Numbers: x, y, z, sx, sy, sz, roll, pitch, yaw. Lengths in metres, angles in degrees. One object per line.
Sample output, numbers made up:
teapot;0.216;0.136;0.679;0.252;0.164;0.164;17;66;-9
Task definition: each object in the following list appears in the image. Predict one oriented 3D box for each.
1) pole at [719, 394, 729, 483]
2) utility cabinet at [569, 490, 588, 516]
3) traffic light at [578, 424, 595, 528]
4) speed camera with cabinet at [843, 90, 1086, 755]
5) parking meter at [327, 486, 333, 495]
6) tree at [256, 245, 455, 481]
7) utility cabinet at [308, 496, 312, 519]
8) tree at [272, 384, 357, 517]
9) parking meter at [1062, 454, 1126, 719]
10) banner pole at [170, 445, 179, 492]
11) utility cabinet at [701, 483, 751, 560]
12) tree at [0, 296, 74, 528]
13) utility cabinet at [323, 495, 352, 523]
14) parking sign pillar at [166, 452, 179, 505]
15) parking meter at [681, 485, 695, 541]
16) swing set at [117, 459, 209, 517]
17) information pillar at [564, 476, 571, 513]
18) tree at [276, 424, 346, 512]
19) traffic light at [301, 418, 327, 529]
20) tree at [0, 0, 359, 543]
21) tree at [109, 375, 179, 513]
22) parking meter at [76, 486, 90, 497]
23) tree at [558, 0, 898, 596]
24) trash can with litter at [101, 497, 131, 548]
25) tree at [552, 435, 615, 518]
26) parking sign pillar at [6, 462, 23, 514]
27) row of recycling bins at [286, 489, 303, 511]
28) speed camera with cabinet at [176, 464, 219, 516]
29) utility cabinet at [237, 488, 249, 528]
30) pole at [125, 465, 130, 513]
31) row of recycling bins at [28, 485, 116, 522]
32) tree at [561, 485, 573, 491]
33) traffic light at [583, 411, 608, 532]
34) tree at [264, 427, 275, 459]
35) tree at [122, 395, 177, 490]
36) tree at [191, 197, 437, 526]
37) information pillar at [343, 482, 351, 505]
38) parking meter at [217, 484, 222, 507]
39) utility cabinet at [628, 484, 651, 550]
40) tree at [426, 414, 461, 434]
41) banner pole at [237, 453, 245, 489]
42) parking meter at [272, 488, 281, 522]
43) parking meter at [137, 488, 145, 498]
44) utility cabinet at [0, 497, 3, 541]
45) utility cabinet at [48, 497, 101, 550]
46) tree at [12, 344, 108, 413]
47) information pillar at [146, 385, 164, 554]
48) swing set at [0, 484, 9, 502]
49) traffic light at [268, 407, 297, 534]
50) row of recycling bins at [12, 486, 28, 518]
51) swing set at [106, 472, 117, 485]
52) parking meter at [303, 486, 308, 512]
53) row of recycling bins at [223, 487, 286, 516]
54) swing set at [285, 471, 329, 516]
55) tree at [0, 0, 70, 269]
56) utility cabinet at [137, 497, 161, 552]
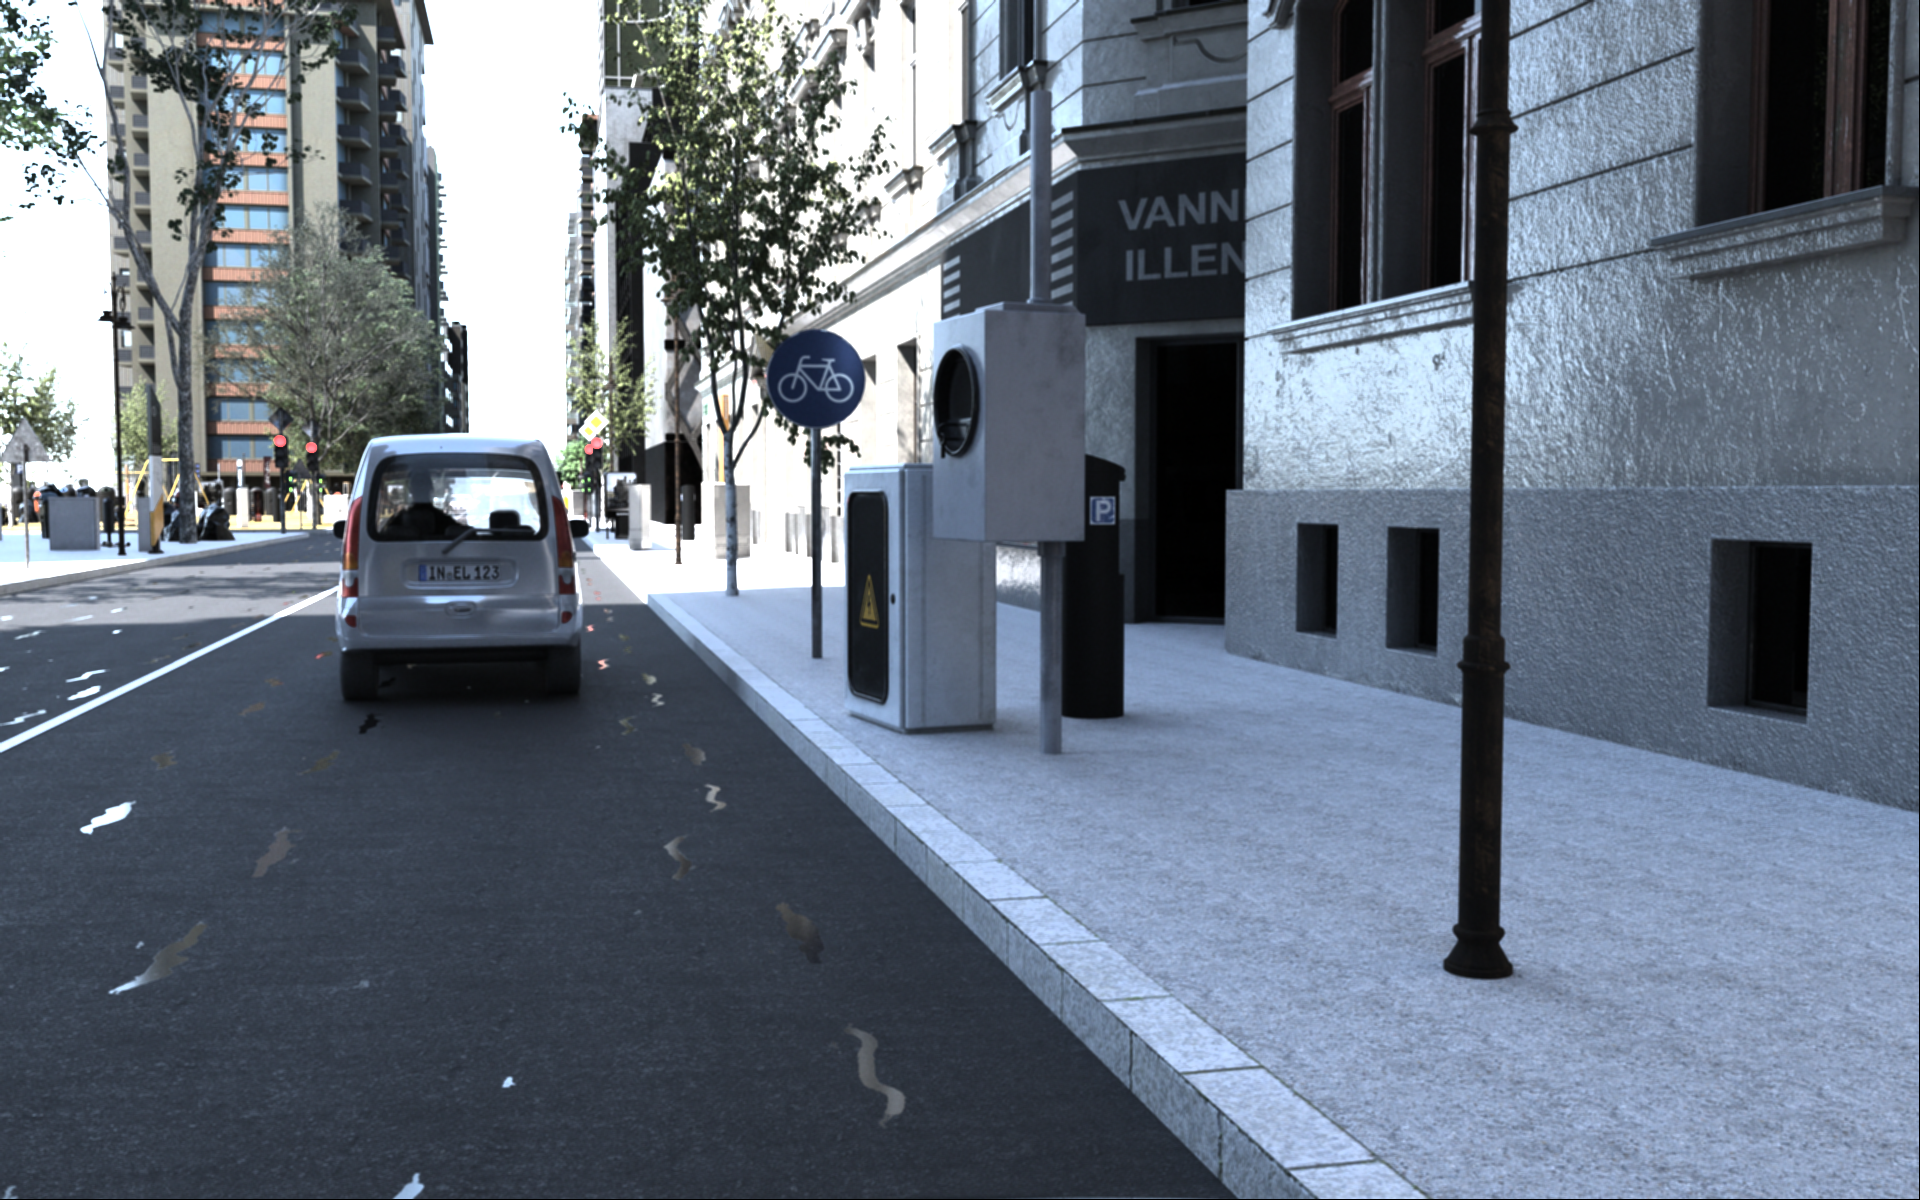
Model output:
pole;-4.822;-2.546;35.466;0.158;3.312;0.155;0;3;0
utility cabinet;-21.892;-5.546;99.359;0.318;1.500;1.173;2;4;34
traffic light;-14.122;-4.714;65.993;0.839;4.253;0.868;-1;4;-14
speed camera with cabinet;-0.038;-0.908;9.175;0.660;3.252;2.038;-1;4;-23
parking meter;-48.048;-7.731;132.118;0.255;1.863;0.399;3;4;38
tree;-30.530;-11.058;87.451;9.857;13.997;8.962;0;3;0
utility cabinet;-33.109;-4.730;88.494;0.306;1.237;1.020;-1;4;-15
tree;-36.386;-8.981;97.206;4.360;8.622;3.978;0;3;0
parking meter;0.765;-0.098;10.019;0.372;1.533;0.369;0;3;0
banner pole;-41.008;-6.154;90.642;0.401;3.779;0.863;1;4;22
utility cabinet;-4.555;-1.542;33.883;0.318;1.500;1.173;2;4;30
tree;-35.712;-7.032;65.339;4.737;8.622;4.395;0;3;0
utility cabinet;-27.675;-4.017;76.845;1.020;1.237;0.306;-1;4;-11
parking sign pillar;-50.840;-7.581;112.420;1.447;3.967;1.447;1;4;17
parking meter;-7.463;-2.394;47.547;0.372;1.533;0.369;0;3;0
swing set;-35.536;-4.914;77.963;3.119;2.851;2.862;2;4;32
information pillar;-26.197;-7.597;115.570;0.504;3.616;0.183;1;4;21
tree;-42.163;-10.004;113.925;4.737;8.622;4.395;0;3;0
traffic light;-23.748;-4.570;63.635;0.839;4.253;0.868;-1;4;-14
tree;-21.505;-11.574;45.117;12.611;20.169;13.585;0;3;0
tree;-50.561;-9.673;108.514;4.737;8.622;4.395;0;3;0
parking meter;-26.921;-2.740;53.210;0.372;1.533;0.369;0;3;0
tree;-2.842;-4.347;21.428;4.737;8.622;4.395;0;3;0
trash can with litter;-20.766;-1.895;42.049;1.678;1.210;2.233;-2;4;-29
tree;-20.202;-6.681;92.944;4.285;4.588;4.351;0;3;0
parking sign pillar;-58.711;-7.310;107.995;1.447;3.967;1.447;3;4;37
row of recycling bins;-50.754;-7.605;131.459;1.069;1.692;3.534;1;4;13
speed camera with cabinet;-43.914;-6.431;99.488;2.038;3.252;0.660;0;4;-3
utility cabinet;-27.160;-3.480;65.574;0.318;1.500;1.173;-2;4;-28
pole;-57.790;-7.731;120.239;0.158;3.312;0.155;0;3;0
row of recycling bins;-40.884;-4.463;80.084;3.534;1.692;1.069;0;4;-6
tree;-42.724;-11.927;189.614;1.663;3.219;1.824;0;3;0
traffic light;-12.228;-4.239;58.235;0.839;4.253;0.868;-1;4;-14
tree;-47.546;-10.612;123.875;4.737;8.622;4.395;0;3;0
tree;-59.973;-10.886;128.345;4.360;8.622;3.978;0;3;0
tree;-26.319;-9.820;70.921;12.009;13.543;11.850;0;3;0
information pillar;-38.437;-6.370;108.649;0.304;2.012;0.304;1;4;16
parking meter;-41.048;-5.511;95.810;0.255;1.863;0.399;1;4;16
utility cabinet;-7.360;-1.901;39.761;0.318;1.500;1.173;0;4;0
tree;-46.157;-12.471;154.257;4.360;8.622;3.978;0;3;0
banner pole;-43.988;-7.099;106.085;0.863;3.779;0.401;2;4;28
parking meter;-30.944;-4.284;78.453;0.372;1.533;0.369;0;3;0
parking meter;-54.174;-6.660;114.607;0.399;1.863;0.255;1;4;9
utility cabinet;-26.665;-2.210;47.293;0.306;1.237;1.020;1;4;15
utility cabinet;-20.290;-1.745;39.692;1.020;1.237;0.306;0;4;-7
tree;-44.724;-8.265;85.493;4.360;8.622;3.978;0;3;0
information pillar;-17.366;-2.815;37.378;0.183;3.616;0.504;0;4;-1
swing set;-64.686;-7.239;115.971;2.862;2.851;3.119;-1;4;-21
traffic light;-21.853;-4.095;55.877;0.839;4.253;0.868;-1;4;-14
row of recycling bins;-50.479;-5.317;94.046;1.069;1.692;3.534;0;4;-7
swing set;-59.187;-7.710;123.670;3.119;2.851;2.862;-2;4;-27
parking meter;-45.661;-7.040;120.807;0.255;1.863;0.399;-2;4;-34
row of recycling bins;-42.417;-5.903;103.622;3.534;1.692;1.069;1;4;9
swing set;-38.375;-6.392;102.133;2.862;2.851;3.119;0;4;-8
tree;-15.532;-5.929;22.698;9.928;11.665;9.643;0;3;0
utility cabinet;-18.295;-1.707;39.064;0.306;1.237;1.020;-1;4;-14
